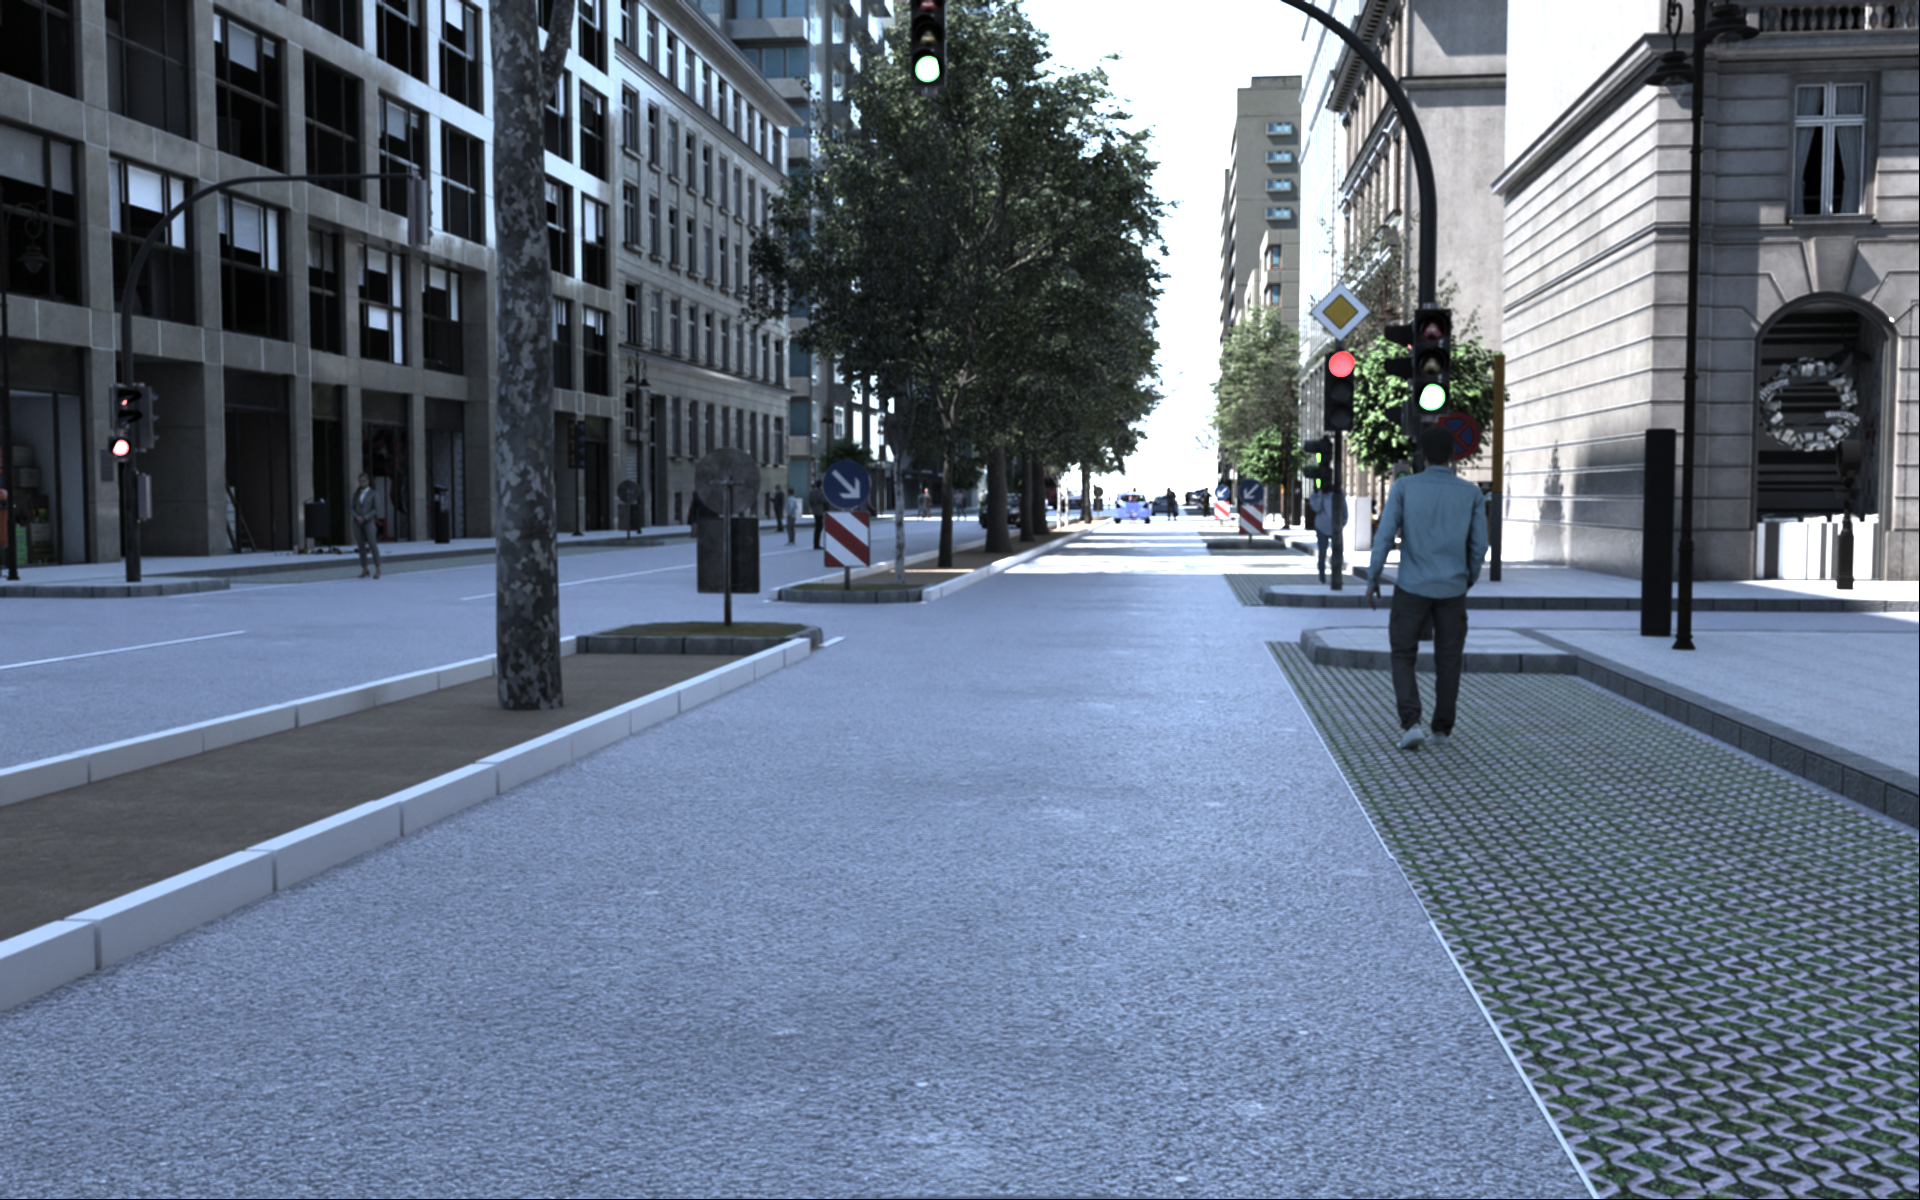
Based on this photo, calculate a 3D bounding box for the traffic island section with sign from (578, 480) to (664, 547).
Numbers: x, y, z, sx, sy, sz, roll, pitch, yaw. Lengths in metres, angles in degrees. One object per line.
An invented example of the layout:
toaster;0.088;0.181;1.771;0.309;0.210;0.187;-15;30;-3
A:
traffic island section with sign;-9.300;-2.403;47.923;1.989;1.847;2.006;0;4;7

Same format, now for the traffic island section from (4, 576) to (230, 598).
traffic island section;-12.099;-0.186;25.315;2.009;0.180;2.903;0;4;7

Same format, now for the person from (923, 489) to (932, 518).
person;-1.996;-5.711;102.431;0.434;1.755;0.990;-3;5;-40

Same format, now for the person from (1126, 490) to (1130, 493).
person;12.080;-6.984;123.410;0.721;1.743;1.217;-3;5;-42

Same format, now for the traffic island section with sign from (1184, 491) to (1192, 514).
traffic island section with sign;17.049;-6.967;122.530;1.989;1.847;2.006;0;4;7

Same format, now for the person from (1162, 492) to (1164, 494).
person;27.531;-13.772;234.617;0.756;1.711;0.436;0;3;0

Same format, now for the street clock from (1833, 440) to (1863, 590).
street clock;11.847;-1.135;23.131;0.358;2.002;0.471;1;4;17

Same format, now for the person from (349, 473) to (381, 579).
person;-10.126;-1.265;29.451;0.520;1.790;0.573;-1;4;-12

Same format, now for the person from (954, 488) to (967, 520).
person;0.050;-5.311;95.932;0.593;1.750;0.643;-3;5;-41

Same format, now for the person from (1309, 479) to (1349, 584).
person;5.465;-1.029;25.589;0.793;1.790;0.793;-3;5;-40

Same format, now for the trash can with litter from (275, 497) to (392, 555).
trash can with litter;-13.400;-1.595;37.137;2.233;1.210;1.678;0;4;-7

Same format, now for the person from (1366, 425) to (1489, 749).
person;2.643;-0.077;9.776;0.660;1.820;0.620;0;4;3

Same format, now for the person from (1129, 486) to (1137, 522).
person;8.942;-4.912;88.813;0.555;1.821;0.388;-1;4;-19

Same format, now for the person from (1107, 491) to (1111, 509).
person;14.170;-9.441;163.550;0.721;1.739;1.217;1;4;10

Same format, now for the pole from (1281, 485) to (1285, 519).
pole;16.551;-5.798;88.636;0.158;3.312;0.155;0;3;0

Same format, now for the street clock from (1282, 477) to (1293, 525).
street clock;13.624;-4.124;72.005;0.358;2.002;0.471;-2;4;-34

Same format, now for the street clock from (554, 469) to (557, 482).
street clock;-11.300;-2.631;47.589;0.471;2.002;0.358;3;5;43

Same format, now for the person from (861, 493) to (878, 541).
person;-2.840;-2.642;52.286;0.593;1.750;0.643;3;4;38

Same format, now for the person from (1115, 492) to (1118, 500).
person;22.922;-14.869;252.394;1.217;1.735;0.721;0;4;-6

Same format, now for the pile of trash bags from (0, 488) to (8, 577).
pile of trash bags;-16.131;-1.002;26.137;3.447;1.369;1.912;-1;4;-14

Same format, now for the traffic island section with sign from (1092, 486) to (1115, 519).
traffic island section with sign;7.809;-5.510;98.222;2.006;1.907;1.989;0;4;7

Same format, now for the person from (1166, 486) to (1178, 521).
person;11.414;-5.203;93.374;0.655;1.846;0.447;0;4;2

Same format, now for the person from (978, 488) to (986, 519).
person;1.339;-5.504;98.894;0.834;1.777;0.661;-3;5;-43

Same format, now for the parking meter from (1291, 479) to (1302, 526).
parking meter;13.447;-3.883;69.201;0.399;1.863;0.255;-1;4;-12

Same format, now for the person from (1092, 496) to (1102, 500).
person;11.772;-8.551;148.442;1.348;1.807;0.705;-3;5;-41

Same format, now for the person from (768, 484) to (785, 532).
person;-6.912;-3.466;65.348;0.590;1.801;0.661;-2;4;-33

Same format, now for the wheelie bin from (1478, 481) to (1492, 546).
wheelie bin;13.095;-2.142;42.925;0.693;1.594;0.980;-2;4;-30

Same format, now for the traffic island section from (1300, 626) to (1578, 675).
traffic island section;4.079;0.429;15.266;2.009;0.180;2.903;0;4;7

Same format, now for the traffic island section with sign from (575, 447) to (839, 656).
traffic island section with sign;-2.345;-0.499;16.301;2.006;1.907;1.989;0;4;7

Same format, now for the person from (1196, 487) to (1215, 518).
person;14.672;-5.812;103.163;1.348;1.869;0.705;3;5;44

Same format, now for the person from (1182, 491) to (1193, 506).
person;26.508;-11.819;201.749;1.348;1.823;0.705;1;4;9

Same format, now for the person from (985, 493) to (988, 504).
person;1.485;-4.308;79.334;0.661;1.777;0.834;1;4;12

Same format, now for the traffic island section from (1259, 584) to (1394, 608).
traffic island section;5.061;-0.056;23.191;2.009;0.180;2.903;0;4;7

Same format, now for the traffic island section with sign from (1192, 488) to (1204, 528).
traffic island section with sign;10.866;-3.919;72.710;1.989;1.847;2.006;0;4;7

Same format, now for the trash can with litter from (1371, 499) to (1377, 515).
trash can with litter;10.235;-2.011;44.269;0.624;1.170;1.055;-1;4;-9

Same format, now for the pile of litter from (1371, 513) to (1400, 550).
pile of litter;9.725;-1.603;40.170;1.176;0.858;1.719;-2;4;-24

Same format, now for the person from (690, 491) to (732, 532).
person;-4.107;-1.223;28.269;0.659;1.850;0.755;1;4;9

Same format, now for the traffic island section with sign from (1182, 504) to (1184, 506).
traffic island section with sign;20.369;-8.603;149.281;1.989;1.847;2.006;0;4;7

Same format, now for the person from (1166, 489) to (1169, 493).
person;15.740;-7.541;131.426;1.348;1.869;0.705;3;5;41

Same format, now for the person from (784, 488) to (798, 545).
person;-4.736;-2.338;48.543;0.330;1.601;0.589;1;4;19

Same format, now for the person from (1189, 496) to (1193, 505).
person;27.467;-11.888;206.049;0.799;1.438;0.628;2;4;27

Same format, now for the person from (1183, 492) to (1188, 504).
person;30.641;-13.795;234.598;0.990;1.755;0.434;1;4;20

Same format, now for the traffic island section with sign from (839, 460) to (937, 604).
traffic island section with sign;-1.424;-0.949;23.650;2.006;1.907;1.989;0;4;7

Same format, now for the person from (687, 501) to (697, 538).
person;-8.724;-2.647;56.448;0.362;1.253;0.373;-3;5;-41

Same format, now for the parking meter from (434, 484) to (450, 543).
parking meter;-13.496;-2.244;45.100;0.372;1.533;0.369;0;3;0

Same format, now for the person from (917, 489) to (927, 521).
person;-2.041;-5.074;92.457;0.512;1.701;0.522;0;4;2

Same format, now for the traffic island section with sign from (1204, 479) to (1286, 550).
traffic island section with sign;7.493;-2.251;45.438;1.989;1.847;2.006;0;4;7

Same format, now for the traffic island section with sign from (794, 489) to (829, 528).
traffic island section with sign;-5.987;-4.040;74.674;1.989;1.847;2.006;0;4;7

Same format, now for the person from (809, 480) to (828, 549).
person;-3.668;-2.226;45.074;0.473;1.802;0.592;-1;4;-13

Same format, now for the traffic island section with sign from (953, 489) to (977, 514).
traffic island section with sign;0.175;-7.076;124.317;1.989;1.847;2.006;0;4;7

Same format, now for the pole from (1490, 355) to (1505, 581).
pole;7.909;-1.935;25.478;0.158;3.312;0.155;0;3;0
